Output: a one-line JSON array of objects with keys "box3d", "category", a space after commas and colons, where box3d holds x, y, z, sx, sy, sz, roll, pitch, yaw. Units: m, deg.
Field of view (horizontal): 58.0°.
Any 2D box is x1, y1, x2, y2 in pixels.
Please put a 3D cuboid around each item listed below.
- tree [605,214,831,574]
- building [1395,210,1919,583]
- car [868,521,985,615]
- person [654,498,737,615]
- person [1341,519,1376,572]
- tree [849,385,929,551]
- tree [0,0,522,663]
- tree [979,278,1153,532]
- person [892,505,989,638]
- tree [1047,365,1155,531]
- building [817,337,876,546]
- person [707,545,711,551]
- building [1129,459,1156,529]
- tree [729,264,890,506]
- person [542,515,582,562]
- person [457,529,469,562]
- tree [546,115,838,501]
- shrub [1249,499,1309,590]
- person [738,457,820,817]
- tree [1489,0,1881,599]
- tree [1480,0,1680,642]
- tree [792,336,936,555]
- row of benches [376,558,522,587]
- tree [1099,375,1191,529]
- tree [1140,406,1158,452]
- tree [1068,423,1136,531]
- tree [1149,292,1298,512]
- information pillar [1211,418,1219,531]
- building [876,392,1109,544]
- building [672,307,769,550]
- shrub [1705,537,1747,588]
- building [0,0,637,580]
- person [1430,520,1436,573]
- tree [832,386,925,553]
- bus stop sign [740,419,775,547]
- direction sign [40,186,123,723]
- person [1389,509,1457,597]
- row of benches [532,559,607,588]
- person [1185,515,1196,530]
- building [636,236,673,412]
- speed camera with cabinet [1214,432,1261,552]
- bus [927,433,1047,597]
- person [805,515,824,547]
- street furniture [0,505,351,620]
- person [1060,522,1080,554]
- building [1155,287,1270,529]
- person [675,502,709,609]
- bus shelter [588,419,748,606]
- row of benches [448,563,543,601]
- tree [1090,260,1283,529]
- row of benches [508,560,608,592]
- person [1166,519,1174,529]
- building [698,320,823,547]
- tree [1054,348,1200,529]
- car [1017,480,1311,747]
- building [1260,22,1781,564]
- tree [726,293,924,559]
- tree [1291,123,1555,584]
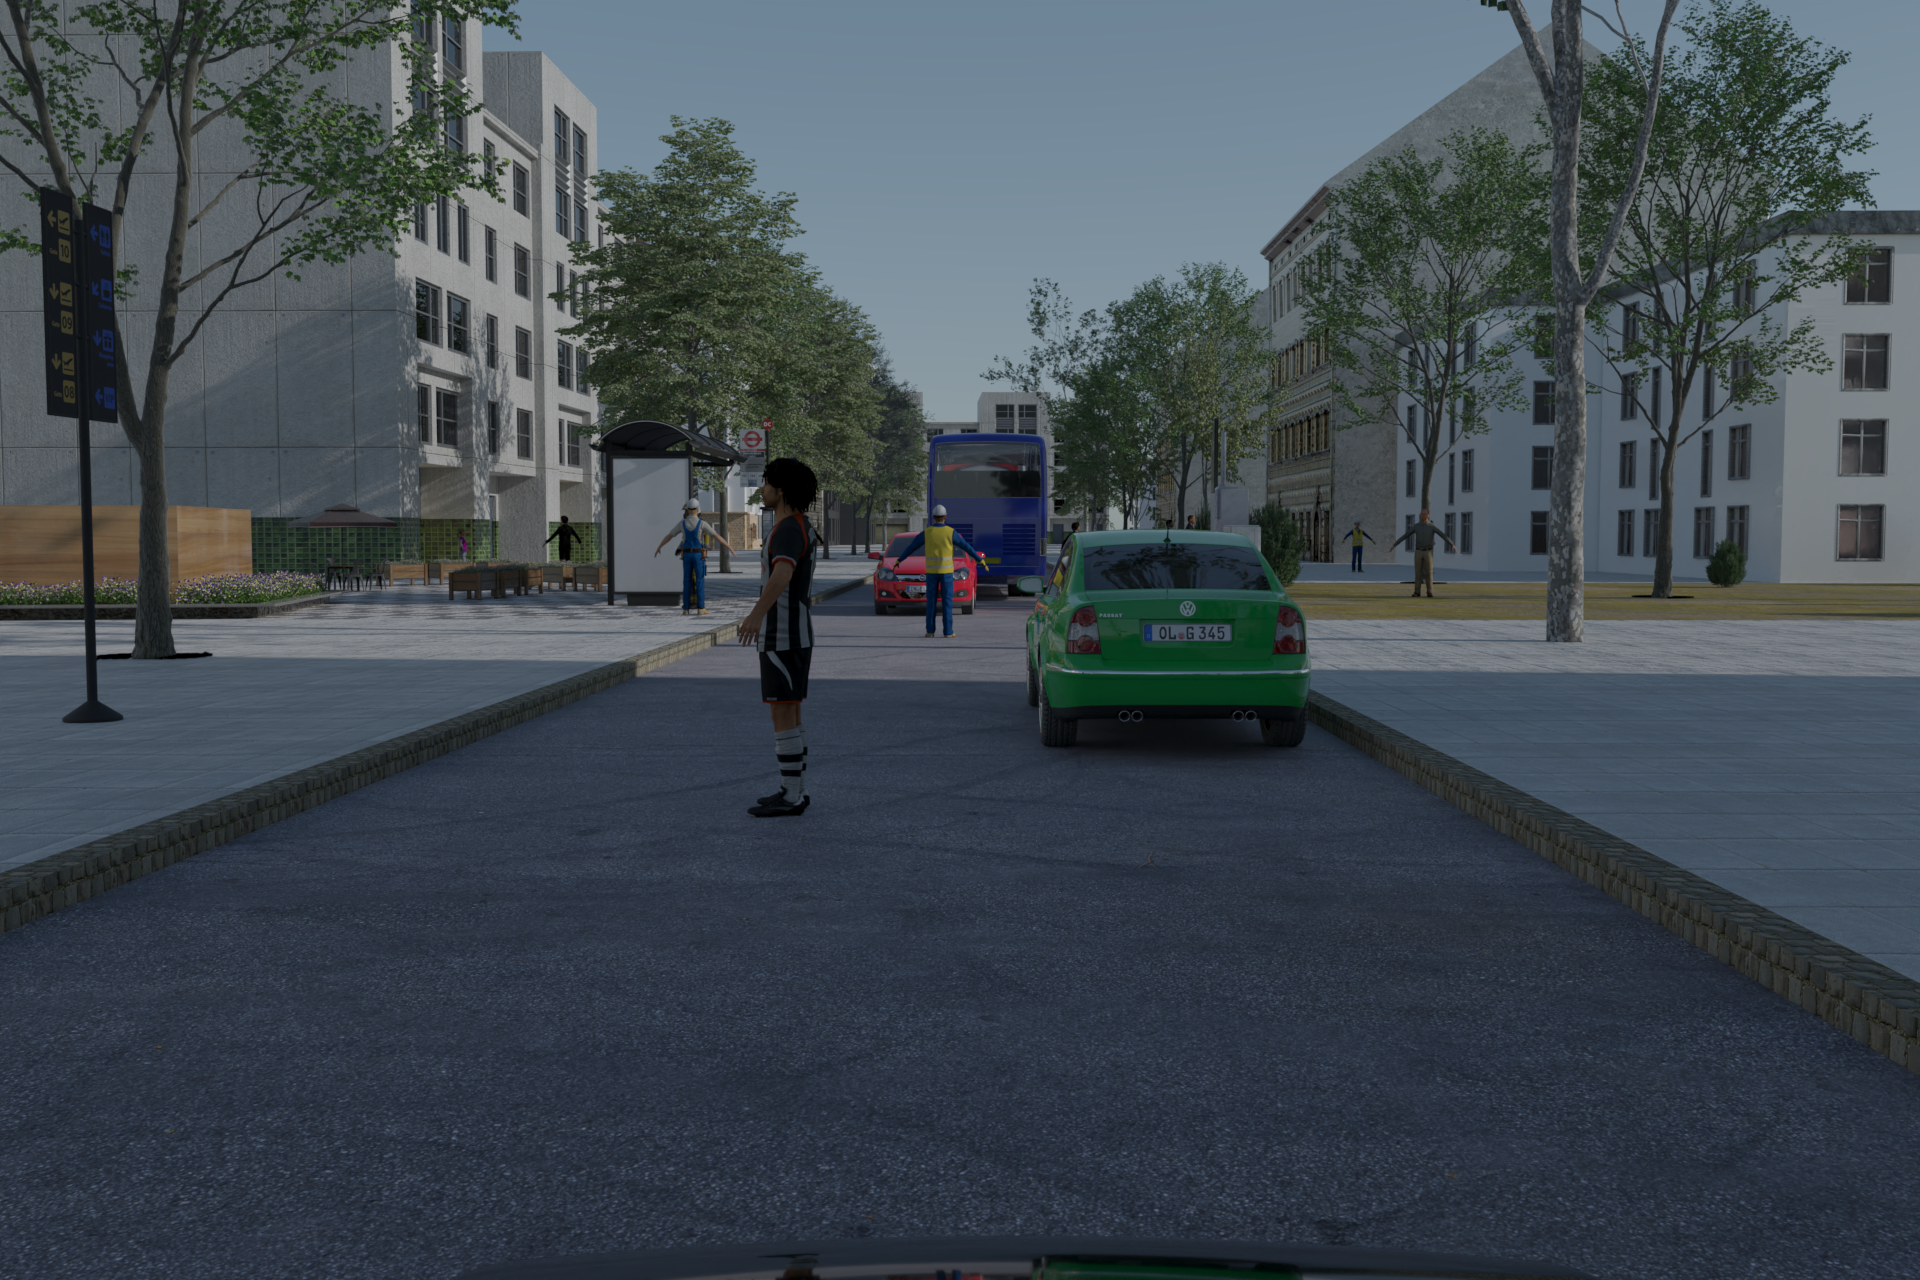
[{"box3d": [-7.819, -7.981, 56.243, 9.928, 11.665, 9.643, 0, 3, 0], "category": "tree"}, {"box3d": [22.558, -7.156, 59.144, 9.099, 9.664, 28.070, 0, 4, 1], "category": "building"}, {"box3d": [-0.605, -1.414, 32.165, 2.155, 1.783, 4.494, 0, 4, 1], "category": "car"}, {"box3d": [-4.237, -1.330, 27.601, 1.347, 1.847, 0.705, 0, 4, 7], "category": "person"}, {"box3d": [13.366, -3.160, 58.133, 1.216, 1.772, 0.721, -1, 4, -11], "category": "person"}, {"box3d": [-5.294, -12.884, 128.774, 7.486, 12.596, 7.792, 0, 3, 0], "category": "tree"}, {"box3d": [-8.345, -5.604, 17.385, 9.928, 11.665, 9.643, 0, 3, 0], "category": "tree"}, {"box3d": [8.097, -16.715, 129.172, 12.611, 20.169, 13.585, 0, 3, 0], "category": "tree"}, {"box3d": [-0.281, -0.952, 23.998, 1.349, 1.833, 0.705, 0, 4, 5], "category": "person"}, {"box3d": [9.359, -12.111, 116.134, 7.486, 12.596, 7.792, 0, 3, 0], "category": "tree"}, {"box3d": [-24.359, -21.559, 196.463, 27.936, 21.610, 32.646, 0, 4, 0], "category": "building"}, {"box3d": [-6.208, -2.053, 39.753, 1.347, 1.806, 0.705, 3, 5, 44], "category": "person"}, {"box3d": [24.420, -15.332, 192.822, 9.099, 9.664, 28.070, 0, 4, 1], "category": "building"}, {"box3d": [-6.432, -9.499, 73.435, 7.486, 12.596, 7.792, 0, 3, 0], "category": "tree"}, {"box3d": [-11.173, -2.610, 48.863, 0.705, 1.806, 1.347, 3, 5, 40], "category": "person"}, {"box3d": [-14.622, -2.564, 51.184, 0.599, 1.433, 0.991, 0, 4, -8], "category": "person"}, {"box3d": [-7.220, -7.891, 47.150, 7.486, 12.596, 7.792, 0, 3, 0], "category": "tree"}, {"box3d": [6.951, -2.133, 38.918, 1.661, 2.075, 1.752, 0, 3, 0], "category": "shrub"}, {"box3d": [-0.919, -0.018, 8.894, 0.704, 1.843, 1.345, 0, 4, 2], "category": "person"}, {"box3d": [14.239, -6.644, 34.392, 9.928, 11.665, 9.643, 0, 3, 0], "category": "tree"}, {"box3d": [6.076, -9.987, 19.179, 12.611, 20.169, 13.585, 0, 3, 0], "category": "tree"}, {"box3d": [-6.358, -11.896, 104.874, 12.009, 13.543, 11.850, 0, 3, 0], "category": "tree"}, {"box3d": [-12.874, -1.749, 44.062, 1.422, 0.672, 4.104, 3, 4, 38], "category": "row of benches"}, {"box3d": [8.324, -7.952, 80.373, 4.737, 8.622, 4.395, 0, 3, 0], "category": "tree"}, {"box3d": [27.370, -22.526, 224.184, 12.611, 20.169, 13.585, 0, 3, 0], "category": "tree"}, {"box3d": [8.327, -9.668, 108.440, 4.360, 8.622, 3.978, 0, 3, 0], "category": "tree"}, {"box3d": [7.796, -6.271, 52.900, 4.737, 8.622, 4.395, 0, 3, 0], "category": "tree"}, {"box3d": [5.181, -2.686, 35.278, 0.183, 3.616, 0.504, 0, 4, 1], "category": "information pillar"}, {"box3d": [2.508, -21.607, 222.190, 31.486, 18.905, 16.747, 0, 4, -1], "category": "building"}, {"box3d": [-22.245, -17.519, 142.849, 16.016, 20.090, 11.380, 0, 4, 0], "category": "building"}, {"box3d": [18.413, -1.865, 41.614, 1.383, 1.207, 1.383, 0, 3, 0], "category": "shrub"}, {"box3d": [-23.646, -12.086, 64.070, 16.747, 18.905, 31.486, 0, 4, 2], "category": "building"}, {"box3d": [15.479, -3.052, 56.696, 0.721, 1.733, 1.217, 1, 4, 14], "category": "person"}, {"box3d": [-6.141, -11.750, 117.870, 9.928, 11.665, 9.643, 0, 3, 0], "category": "tree"}, {"box3d": [-4.676, -3.152, 40.234, 0.855, 3.939, 0.416, 0, 4, 1], "category": "bus stop sign"}, {"box3d": [-5.965, -1.212, 11.809, 0.379, 3.537, 0.876, 0, 4, 1], "category": "direction sign"}, {"box3d": [9.445, -1.774, 35.278, 1.348, 1.796, 0.705, 2, 4, 25], "category": "person"}, {"box3d": [-8.347, -1.630, 42.108, 4.104, 0.672, 1.422, -1, 4, -12], "category": "row of benches"}, {"box3d": [6.361, -2.528, 47.554, 0.704, 1.802, 1.346, 0, 4, 7], "category": "person"}, {"box3d": [-25.896, -15.821, 89.594, 19.493, 23.208, 18.063, 0, 4, 2], "category": "building"}, {"box3d": [5.280, -2.359, 32.904, 0.660, 3.252, 2.038, 0, 4, 1], "category": "speed camera with cabinet"}, {"box3d": [0.551, -3.118, 42.528, 2.896, 3.916, 12.251, 0, 4, 0], "category": "bus"}, {"box3d": [-4.302, -2.568, 47.923, 1.347, 1.837, 0.705, -2, 4, -34], "category": "person"}, {"box3d": [-13.673, -1.283, 27.838, 11.010, 1.723, 9.812, -1, 4, -10], "category": "street furniture"}, {"box3d": [3.013, -2.143, 44.213, 1.216, 1.740, 0.721, 3, 5, 44], "category": "person"}, {"box3d": [27.813, -19.885, 156.051, 19.493, 23.208, 18.063, 0, 4, 1], "category": "building"}, {"box3d": [-4.587, -1.457, 29.586, 0.705, 1.858, 1.354, -2, 4, -24], "category": "person"}, {"box3d": [-5.480, -2.411, 33.340, 2.014, 3.302, 5.546, 0, 4, 1], "category": "bus shelter"}, {"box3d": [-9.442, -1.213, 35.298, 1.422, 0.672, 4.104, 0, 4, 4], "category": "row of benches"}, {"box3d": [8.503, -8.557, 65.663, 9.928, 11.665, 9.643, 0, 3, 0], "category": "tree"}, {"box3d": [-9.035, -1.473, 39.539, 4.104, 0.672, 1.422, 3, 5, 45], "category": "row of benches"}, {"box3d": [6.629, -2.893, 54.023, 0.721, 1.740, 1.216, 1, 4, 16], "category": "person"}, {"box3d": [-23.787, -20.785, 170.763, 19.493, 23.208, 18.063, 0, 4, 2], "category": "building"}, {"box3d": [9.168, -10.290, 93.994, 9.928, 11.665, 9.643, 0, 3, 0], "category": "tree"}, {"box3d": [1.427, -0.259, 13.034, 1.959, 1.807, 4.718, 0, 4, 0], "category": "car"}, {"box3d": [25.592, -15.453, 83.579, 19.493, 23.208, 18.063, 0, 4, 1], "category": "building"}, {"box3d": [-6.666, -10.842, 87.639, 12.009, 13.543, 11.850, 0, 3, 0], "category": "tree"}, {"box3d": [12.106, -7.251, 44.312, 9.928, 11.665, 9.643, 0, 3, 0], "category": "tree"}]
